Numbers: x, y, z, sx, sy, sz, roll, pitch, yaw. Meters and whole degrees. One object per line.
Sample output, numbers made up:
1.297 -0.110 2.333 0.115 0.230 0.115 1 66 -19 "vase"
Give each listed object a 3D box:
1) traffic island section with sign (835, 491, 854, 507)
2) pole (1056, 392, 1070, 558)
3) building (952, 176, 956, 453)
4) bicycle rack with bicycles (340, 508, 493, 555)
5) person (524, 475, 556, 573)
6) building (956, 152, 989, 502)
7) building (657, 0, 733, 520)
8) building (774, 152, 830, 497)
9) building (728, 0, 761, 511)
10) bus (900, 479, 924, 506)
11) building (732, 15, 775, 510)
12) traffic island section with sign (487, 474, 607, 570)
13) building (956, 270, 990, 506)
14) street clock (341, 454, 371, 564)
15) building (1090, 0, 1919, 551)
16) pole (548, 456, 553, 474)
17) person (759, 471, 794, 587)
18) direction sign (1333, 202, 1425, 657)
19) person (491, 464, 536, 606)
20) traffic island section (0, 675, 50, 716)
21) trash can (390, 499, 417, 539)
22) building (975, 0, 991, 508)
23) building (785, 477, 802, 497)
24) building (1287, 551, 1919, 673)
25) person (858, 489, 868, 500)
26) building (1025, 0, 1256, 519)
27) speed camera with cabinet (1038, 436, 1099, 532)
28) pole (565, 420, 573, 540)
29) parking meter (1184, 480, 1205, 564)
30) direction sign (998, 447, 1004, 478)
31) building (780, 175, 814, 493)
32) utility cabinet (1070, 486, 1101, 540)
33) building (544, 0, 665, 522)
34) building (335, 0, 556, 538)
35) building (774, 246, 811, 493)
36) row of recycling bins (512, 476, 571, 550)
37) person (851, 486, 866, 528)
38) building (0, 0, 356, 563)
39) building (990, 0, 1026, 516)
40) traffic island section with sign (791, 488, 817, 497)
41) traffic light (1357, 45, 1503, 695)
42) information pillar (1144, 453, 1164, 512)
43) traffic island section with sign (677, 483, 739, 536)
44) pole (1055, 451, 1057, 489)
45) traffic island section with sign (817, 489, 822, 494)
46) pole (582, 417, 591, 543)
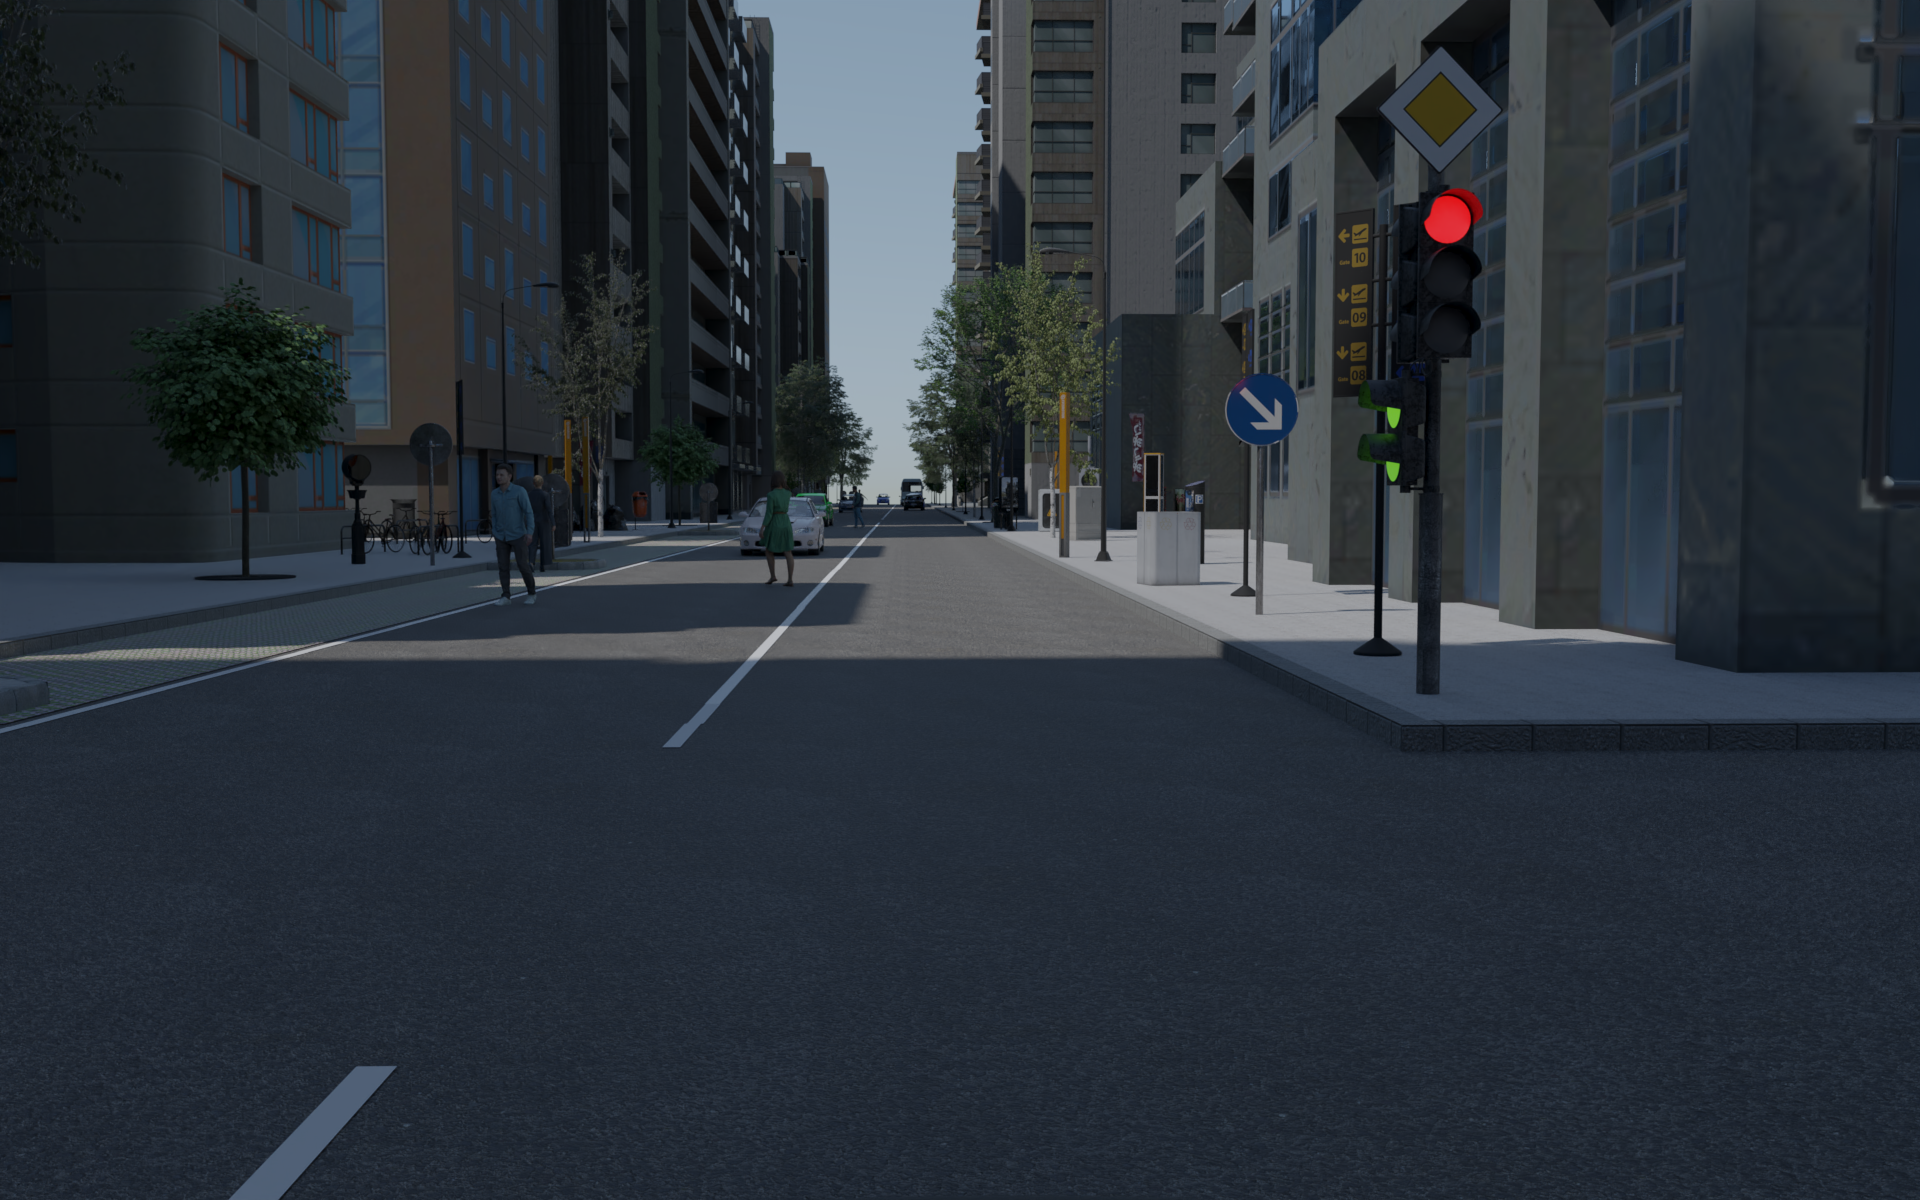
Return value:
-12.877 -11.278 193.030 1.989 1.847 2.006 0 4 -2 "traffic island section with sign"
2.105 -2.509 34.860 0.158 3.312 0.155 0 3 0 "pole"
10.089 -35.268 231.257 22.147 44.769 28.867 0 4 -2 "building"
-11.895 -1.473 37.472 2.852 0.926 2.925 1 4 12 "bicycle rack with bicycles"
-7.647 -1.381 31.496 0.576 1.772 0.534 -1 4 -12 "person"
6.450 -32.180 209.735 14.154 41.232 14.086 0 4 -2 "building"
-24.467 -28.855 95.481 21.300 48.544 21.600 0 4 -2 "building"
-24.594 -35.506 230.639 14.600 45.320 14.200 0 4 -2 "building"
-26.752 -30.690 121.386 23.786 49.044 30.456 0 4 -2 "building"
-5.828 -13.218 210.971 2.948 3.499 13.247 0 4 -1 "bus"
-22.906 -28.158 143.985 14.154 41.232 14.086 0 4 -2 "building"
-7.862 -1.504 33.218 1.989 1.847 2.006 0 4 -2 "traffic island section with sign"
15.744 -30.499 190.546 32.217 40.220 23.993 0 4 -2 "building"
-11.017 -1.657 31.664 0.358 2.002 0.471 3 5 43 "street clock"
17.083 -45.402 54.987 22.319 86.520 31.000 0 4 -2 "building"
-15.488 -4.382 65.497 0.158 3.312 0.155 0 3 0 "pole"
-2.812 -1.109 26.880 0.529 1.795 0.600 3 4 38 "person"
3.337 -1.329 13.734 0.379 3.537 0.876 -3 5 -45 "direction sign"
-5.759 -0.849 22.407 0.660 1.820 0.620 1 4 15 "person"
-7.155 0.700 10.829 2.009 0.180 2.903 0 4 -2 "traffic island section"
-15.772 -2.292 49.126 0.748 1.137 0.748 0 3 0 "trash can"
12.521 -30.006 145.229 22.147 44.769 28.867 0 4 -2 "building"
-33.149 -30.032 182.910 32.217 40.220 23.993 0 4 -2 "building"
20.715 -43.347 21.397 31.000 86.520 22.319 0 4 -2 "building"
-8.228 -8.160 141.914 1.348 1.824 0.705 -1 4 -14 "person"
10.461 -19.777 95.049 14.160 30.474 14.107 0 4 -2 "building"
3.705 -3.949 58.906 2.038 3.252 0.660 0 4 6 "speed camera with cabinet"
-10.806 -3.300 47.800 0.158 3.312 0.155 0 3 0 "pole"
4.311 -1.431 31.816 0.372 1.533 0.369 0 3 0 "parking meter"
1.956 -5.617 83.829 0.379 3.537 0.876 -1 4 -21 "direction sign"
-25.703 -32.576 216.212 14.154 41.232 14.086 0 4 -2 "building"
3.499 -2.383 47.637 1.173 1.500 0.318 -3 5 -43 "utility cabinet"
-21.442 -18.739 78.091 14.160 30.474 14.107 0 4 -2 "building"
-21.620 -24.795 55.509 14.600 45.320 14.200 0 4 -2 "building"
-24.904 -26.348 202.489 14.160 30.474 14.107 0 4 -2 "building"
-10.021 -2.112 41.637 1.069 1.692 3.534 0 4 -2 "row of recycling bins"
-4.307 -3.880 72.284 0.721 1.781 0.623 -2 4 -29 "person"
-27.660 -11.047 25.653 27.650 21.520 28.899 0 4 -2 "building"
12.528 -35.070 115.388 21.231 58.520 28.212 0 4 -2 "building"
-10.255 -6.156 109.281 1.989 1.847 2.006 0 4 -2 "traffic island section with sign"
2.991 -1.352 11.028 0.839 4.253 0.868 0 4 -2 "traffic light"
3.494 -1.636 31.248 0.304 2.012 0.304 1 4 19 "information pillar"
-8.712 -3.152 60.159 1.989 1.847 2.006 0 4 -2 "traffic island section with sign"
4.638 -5.446 82.884 0.158 3.312 0.155 0 3 0 "pole"
-11.105 -7.816 136.421 1.989 1.847 2.006 0 4 -2 "traffic island section with sign"
-9.879 -3.177 45.784 0.158 3.312 0.155 0 3 0 "pole"
